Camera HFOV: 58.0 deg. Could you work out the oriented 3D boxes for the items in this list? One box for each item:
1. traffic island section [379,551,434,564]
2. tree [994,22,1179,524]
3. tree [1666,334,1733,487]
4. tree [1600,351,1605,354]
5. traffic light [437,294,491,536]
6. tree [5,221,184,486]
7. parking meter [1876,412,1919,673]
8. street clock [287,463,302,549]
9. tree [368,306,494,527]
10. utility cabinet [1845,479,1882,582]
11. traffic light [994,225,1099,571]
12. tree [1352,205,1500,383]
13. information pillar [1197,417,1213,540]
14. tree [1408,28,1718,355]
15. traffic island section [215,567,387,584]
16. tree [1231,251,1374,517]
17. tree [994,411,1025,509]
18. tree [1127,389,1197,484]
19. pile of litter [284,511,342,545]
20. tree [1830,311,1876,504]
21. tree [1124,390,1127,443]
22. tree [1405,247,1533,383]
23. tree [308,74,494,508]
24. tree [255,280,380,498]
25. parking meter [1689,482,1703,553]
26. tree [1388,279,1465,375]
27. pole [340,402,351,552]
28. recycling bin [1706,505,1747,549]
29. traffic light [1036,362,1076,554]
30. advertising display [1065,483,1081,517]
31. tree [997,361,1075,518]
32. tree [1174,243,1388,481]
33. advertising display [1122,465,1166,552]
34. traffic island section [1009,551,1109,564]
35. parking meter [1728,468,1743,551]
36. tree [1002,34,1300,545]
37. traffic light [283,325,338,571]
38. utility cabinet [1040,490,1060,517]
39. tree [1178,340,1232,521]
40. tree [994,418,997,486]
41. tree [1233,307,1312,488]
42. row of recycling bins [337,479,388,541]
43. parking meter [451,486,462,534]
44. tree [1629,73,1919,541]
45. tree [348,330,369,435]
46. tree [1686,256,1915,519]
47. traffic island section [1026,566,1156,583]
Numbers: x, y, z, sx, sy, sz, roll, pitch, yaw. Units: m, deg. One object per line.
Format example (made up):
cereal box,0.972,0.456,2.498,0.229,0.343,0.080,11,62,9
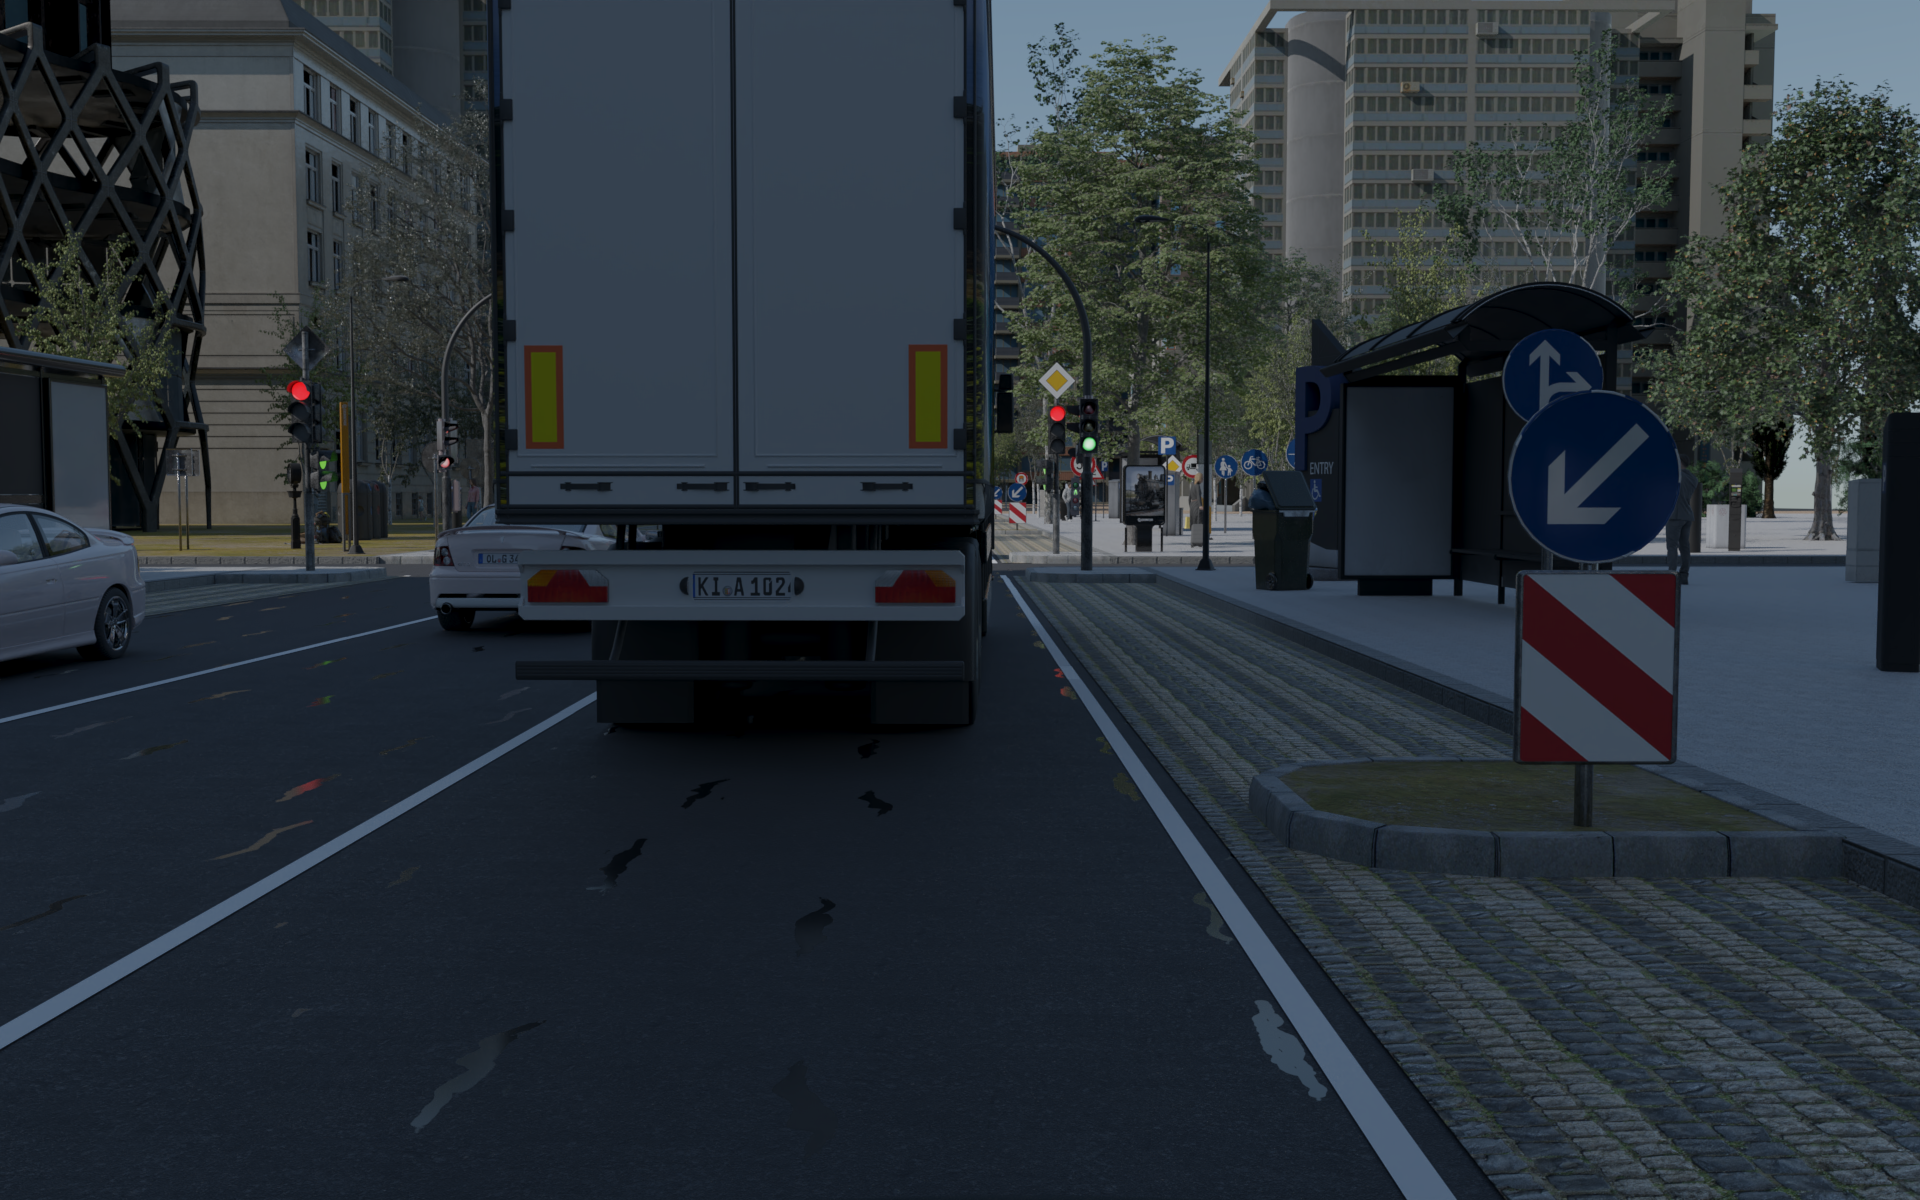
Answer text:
traffic island section,-10.959,-0.901,37.005,2.009,0.180,2.903,0,4,0
tree,3.096,-13.247,72.474,12.611,20.169,13.585,0,3,0
tree,27.448,-6.819,61.846,4.360,8.622,3.978,0,3,0
tree,29.778,-8.168,83.907,4.737,8.622,4.395,0,3,0
traffic light,-8.828,-3.808,36.921,4.771,5.953,1.251,0,4,0
tree,-23.861,-5.968,47.931,4.737,8.622,4.395,0,3,0
parking meter,6.848,-0.421,12.594,0.255,1.863,0.399,1,4,22
street clock,-15.564,-2.200,40.536,0.358,2.002,0.471,-2,4,-35
tree,-20.309,-7.123,66.828,4.360,8.622,3.978,0,3,0
utility cabinet,13.484,-1.002,25.065,1.173,1.500,0.318,0,4,-1
traffic light,0.008,-3.313,28.839,4.771,5.953,1.251,0,4,0
tree,11.919,-5.730,44.049,4.737,8.622,4.395,0,3,0
information pillar,6.825,-3.484,48.322,0.504,3.616,0.183,-2,4,-29
tree,25.504,-13.307,73.460,12.611,20.169,13.585,0,3,0
traffic island section,-10.901,-0.412,29.020,2.009,0.180,2.903,0,4,0
tree,10.804,-6.289,53.190,4.360,8.622,3.978,0,3,0
tree,4.040,-12.350,152.277,4.737,8.622,4.395,0,3,0
tree,12.970,-9.365,103.484,4.737,8.622,4.395,0,3,0
pile of litter,-16.754,-1.889,44.856,1.176,0.858,1.719,3,5,40
tree,28.477,-6.522,56.997,4.360,8.622,3.978,0,3,0
tree,12.062,-9.719,109.260,4.737,8.622,4.395,0,3,0
tree,15.489,-6.249,52.538,4.360,8.622,3.978,0,3,0
tree,-13.699,-8.560,50.318,12.009,13.543,11.850,0,3,0
tree,-22.581,-6.731,60.412,4.737,8.622,4.395,0,3,0
parking meter,16.005,-1.800,37.841,0.372,1.533,0.369,0,3,0
tree,26.531,-12.010,103.021,9.857,13.997,8.962,0,3,0
pole,-13.677,-2.734,38.539,0.158,3.312,0.155,0,3,0
recycling bin,18.144,-1.741,41.016,0.722,1.027,0.722,1,4,8
traffic light,2.042,-2.939,36.980,0.839,4.253,0.868,0,4,0
advertising display,6.454,-5.724,98.793,0.974,1.923,0.123,1,4,18
tree,4.333,-8.796,94.174,4.360,8.622,3.978,0,3,0
tree,15.844,-11.137,88.738,9.857,13.997,8.962,0,3,0
advertising display,4.077,-2.028,38.377,0.974,1.923,0.123,-1,4,-15
traffic island section,2.082,-0.906,37.094,2.009,0.180,2.903,0,4,0
parking meter,17.429,-2.032,38.936,0.255,1.863,0.399,2,4,24
tree,4.758,-7.664,43.431,7.486,12.596,7.792,0,3,0
traffic light,-10.861,-2.444,28.886,0.839,4.253,0.868,0,4,0
utility cabinet,4.927,-5.340,95.988,1.173,1.500,0.318,1,4,18
tree,12.075,-8.013,81.369,4.360,8.622,3.978,0,3,0
tree,4.813,-9.773,110.145,4.360,8.622,3.978,0,3,0
tree,12.894,-7.262,69.100,4.737,8.622,4.395,0,3,0
row of recycling bins,-17.040,-2.582,49.334,1.069,1.692,3.534,-1,4,-8
parking meter,-15.852,-2.816,54.451,0.372,1.533,0.369,0,3,0
tree,23.776,-7.987,47.590,9.611,12.733,9.660,0,3,0
tree,-23.702,-7.464,72.402,4.360,8.622,3.978,0,3,0
tree,47.063,-11.556,90.767,18.604,14.587,13.155,1,4,8
traffic island section,2.140,-0.418,29.109,2.009,0.180,2.903,0,4,0
